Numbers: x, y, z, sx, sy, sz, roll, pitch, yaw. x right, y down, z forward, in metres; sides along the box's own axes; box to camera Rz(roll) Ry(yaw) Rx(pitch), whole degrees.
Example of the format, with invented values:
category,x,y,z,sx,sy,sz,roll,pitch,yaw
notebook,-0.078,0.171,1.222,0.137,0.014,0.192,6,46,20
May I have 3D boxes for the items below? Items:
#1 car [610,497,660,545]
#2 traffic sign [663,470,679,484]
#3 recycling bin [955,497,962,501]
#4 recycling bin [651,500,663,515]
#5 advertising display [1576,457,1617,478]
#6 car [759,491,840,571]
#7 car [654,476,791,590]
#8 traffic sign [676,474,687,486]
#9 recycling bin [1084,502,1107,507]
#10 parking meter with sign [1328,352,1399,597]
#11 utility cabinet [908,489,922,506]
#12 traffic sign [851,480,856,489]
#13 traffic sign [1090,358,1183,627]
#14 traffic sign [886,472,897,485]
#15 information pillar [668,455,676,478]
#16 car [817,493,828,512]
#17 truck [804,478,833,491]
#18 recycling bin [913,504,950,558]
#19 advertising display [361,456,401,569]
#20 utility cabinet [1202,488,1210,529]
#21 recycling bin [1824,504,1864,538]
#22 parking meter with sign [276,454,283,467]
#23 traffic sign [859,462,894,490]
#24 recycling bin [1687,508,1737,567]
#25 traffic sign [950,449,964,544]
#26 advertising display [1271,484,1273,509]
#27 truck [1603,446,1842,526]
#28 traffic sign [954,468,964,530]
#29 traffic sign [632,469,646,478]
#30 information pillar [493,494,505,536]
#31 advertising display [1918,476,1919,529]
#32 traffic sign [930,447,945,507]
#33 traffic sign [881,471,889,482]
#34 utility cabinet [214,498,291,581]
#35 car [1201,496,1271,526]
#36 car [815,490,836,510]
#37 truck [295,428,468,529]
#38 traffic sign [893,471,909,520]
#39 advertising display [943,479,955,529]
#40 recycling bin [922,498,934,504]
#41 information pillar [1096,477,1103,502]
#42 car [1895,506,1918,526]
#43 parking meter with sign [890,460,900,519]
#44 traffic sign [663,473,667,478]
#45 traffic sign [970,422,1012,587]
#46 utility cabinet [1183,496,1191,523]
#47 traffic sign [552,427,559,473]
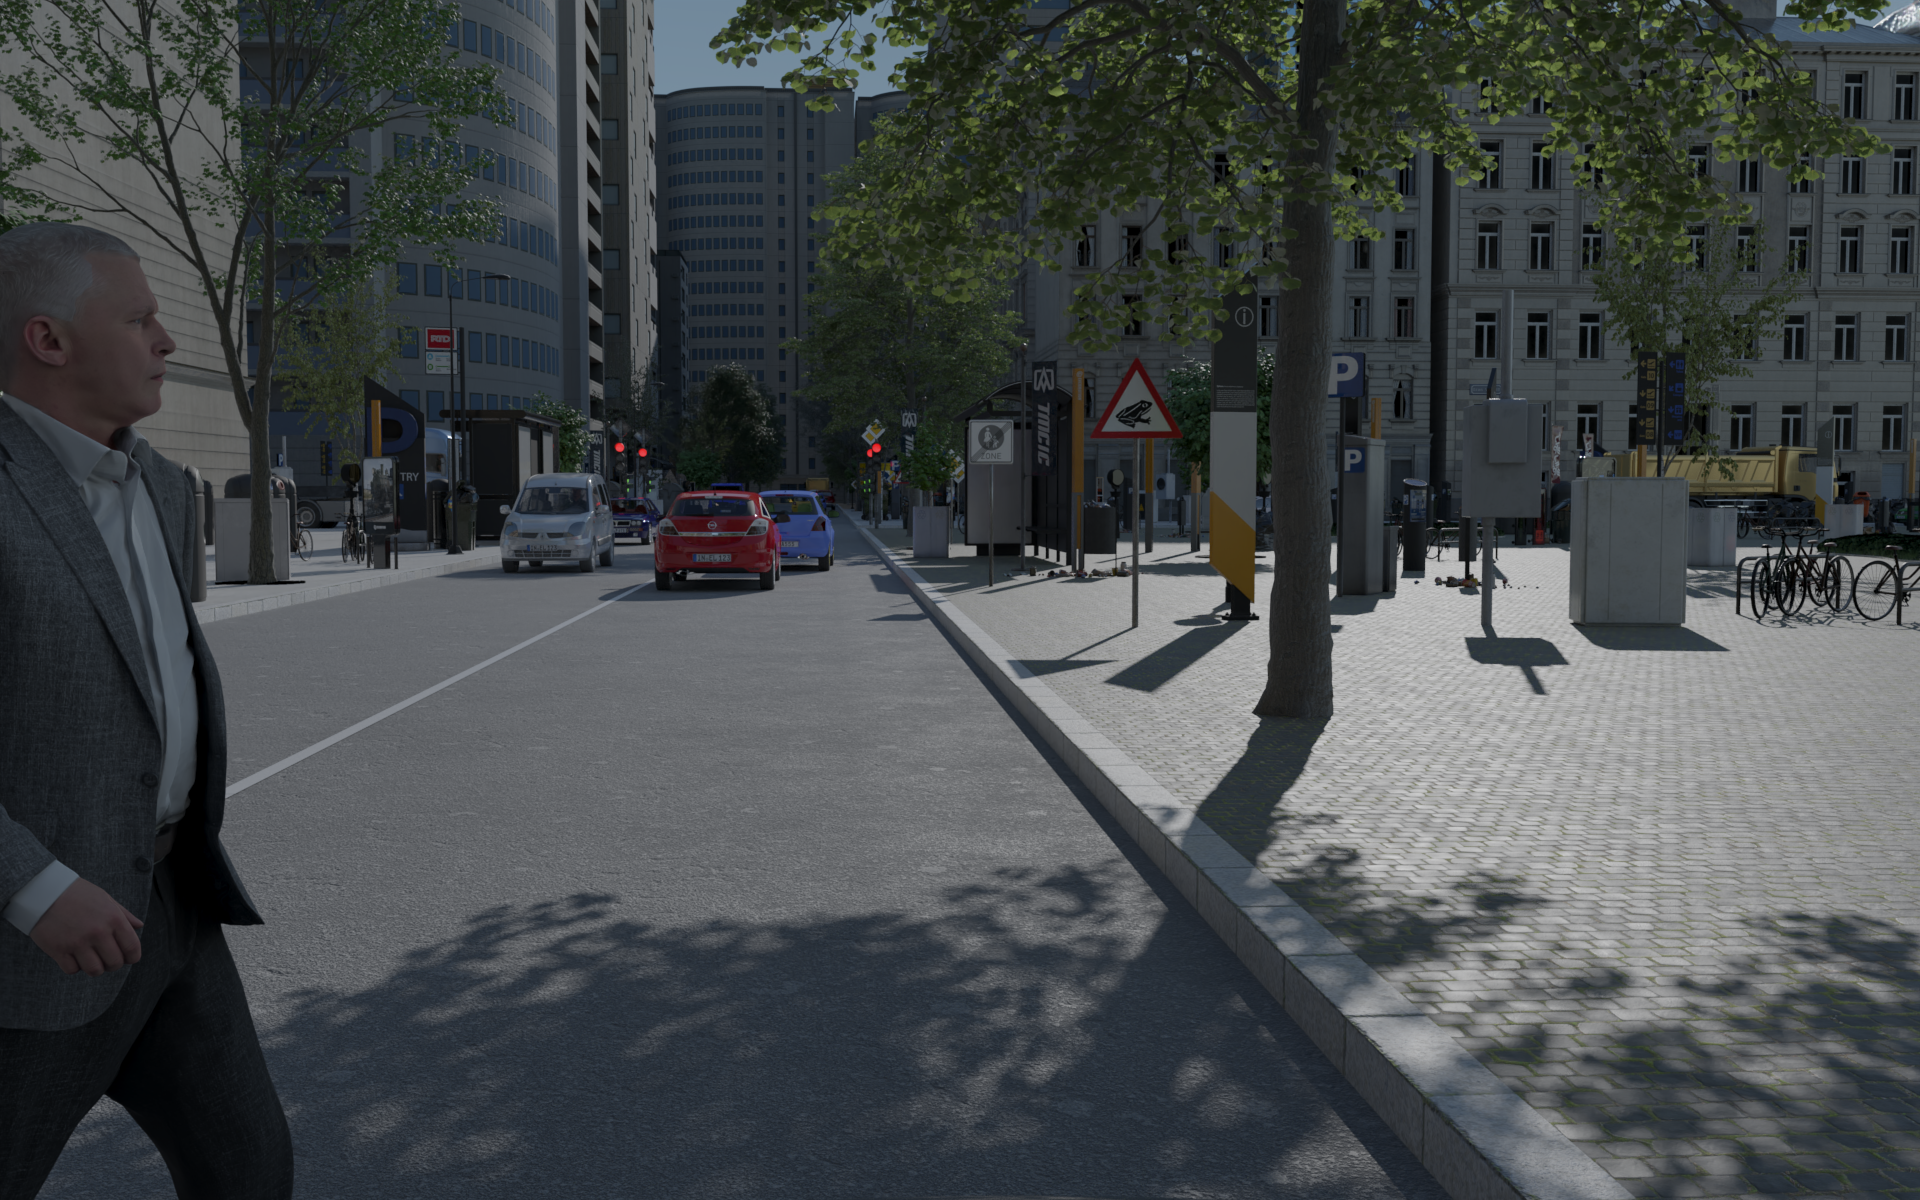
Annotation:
category,x,y,z,sx,sy,sz,roll,pitch,yaw
car,-9.605,-2.280,49.858,1.945,1.354,3.894,0,4,-2
traffic sign,-15.205,-5.557,90.853,0.884,2.594,0.081,0,4,2
recycling bin,-0.322,-7.138,129.265,0.722,1.027,0.722,-3,5,-41
recycling bin,-13.638,-3.968,77.423,0.722,1.027,0.722,-1,4,-9
advertising display,11.051,-1.523,30.114,0.974,1.923,0.123,-2,4,-34
car,-3.311,-1.463,33.518,1.945,1.707,3.694,0,4,-3
car,-3.764,-1.118,27.327,2.155,1.783,4.494,0,4,-4
traffic sign,-17.371,-6.576,107.624,0.768,2.556,0.104,0,4,3
recycling bin,4.104,-2.486,53.193,0.722,1.027,0.722,1,4,13
parking meter with sign,5.165,-1.586,22.186,0.543,3.016,1.738,2,4,31
utility cabinet,-2.138,-4.554,83.138,0.318,1.500,1.173,-1,4,-22
traffic sign,-8.083,-8.152,134.464,0.795,2.450,0.064,0,3,0
traffic sign,1.688,-1.017,16.632,0.884,2.594,0.081,0,4,2
traffic sign,-3.417,-5.413,89.694,0.795,2.450,0.064,0,4,-1
information pillar,-17.344,-6.912,104.365,0.183,3.616,0.504,3,5,45
car,-11.600,-7.940,139.416,1.945,1.707,3.694,0,4,-4
truck,-16.798,-12.786,204.968,3.469,3.379,9.791,0,4,-3
recycling bin,-0.574,-1.378,35.078,0.722,1.027,0.722,0,4,2
advertising display,-9.944,-1.501,29.752,0.974,1.923,0.123,3,5,39
utility cabinet,9.293,-3.277,62.263,1.173,1.500,0.318,0,4,6
recycling bin,21.383,-1.795,41.908,0.722,1.027,0.722,3,4,39
parking meter with sign,-30.103,-4.794,74.647,1.738,3.016,0.543,0,4,0
traffic sign,-5.334,-7.170,111.104,2.265,3.308,0.079,0,4,-4
recycling bin,13.358,-1.127,30.973,0.722,1.027,0.722,-2,4,-26
traffic sign,-0.218,-2.629,44.166,0.795,2.450,0.064,0,4,1
advertising display,10.434,-3.137,56.504,0.123,1.923,0.974,3,5,40
truck,31.375,-4.563,70.529,9.791,3.379,3.469,0,4,-6
traffic sign,-0.064,-3.683,61.401,0.795,2.450,0.064,0,4,2
traffic sign,-16.005,-5.280,86.436,0.768,2.556,0.104,0,4,-3
information pillar,-13.658,-2.865,51.337,0.304,2.012,0.304,0,4,-4
advertising display,17.335,-1.539,30.381,0.974,1.923,0.123,0,4,3
traffic sign,-0.705,-2.587,42.397,0.768,2.556,0.104,0,4,5
traffic sign,-4.244,-5.838,95.554,0.768,2.556,0.104,0,4,0
utility cabinet,-10.546,-0.897,25.823,1.020,1.237,0.306,-1,4,-17
car,12.047,-3.502,69.611,4.827,1.381,2.083,0,4,-5
car,-12.260,-9.002,155.851,2.281,1.827,5.304,0,4,-5
truck,-27.755,-4.668,66.074,18.799,4.110,2.967,0,4,-3
traffic sign,-2.934,-5.339,87.292,0.884,2.594,0.081,0,4,-4
advertising display,-0.400,-3.623,64.452,0.123,1.923,0.974,1,4,19
recycling bin,-2.339,-6.767,123.187,0.722,1.027,0.722,2,4,31
information pillar,6.115,-4.362,75.809,0.304,2.012,0.304,0,4,2
car,41.484,-3.880,72.229,4.718,1.807,1.959,0,4,-4
parking meter with sign,-3.295,-5.627,88.264,0.543,3.016,1.738,0,4,-1
traffic sign,-17.624,-6.266,102.547,0.768,2.556,0.104,0,4,2
traffic sign,0.429,-1.335,23.960,0.606,2.300,0.079,0,4,1
utility cabinet,10.065,-3.965,75.991,0.306,1.237,1.020,2,4,25
traffic sign,-12.832,-3.471,50.621,2.265,3.308,0.079,0,4,3
